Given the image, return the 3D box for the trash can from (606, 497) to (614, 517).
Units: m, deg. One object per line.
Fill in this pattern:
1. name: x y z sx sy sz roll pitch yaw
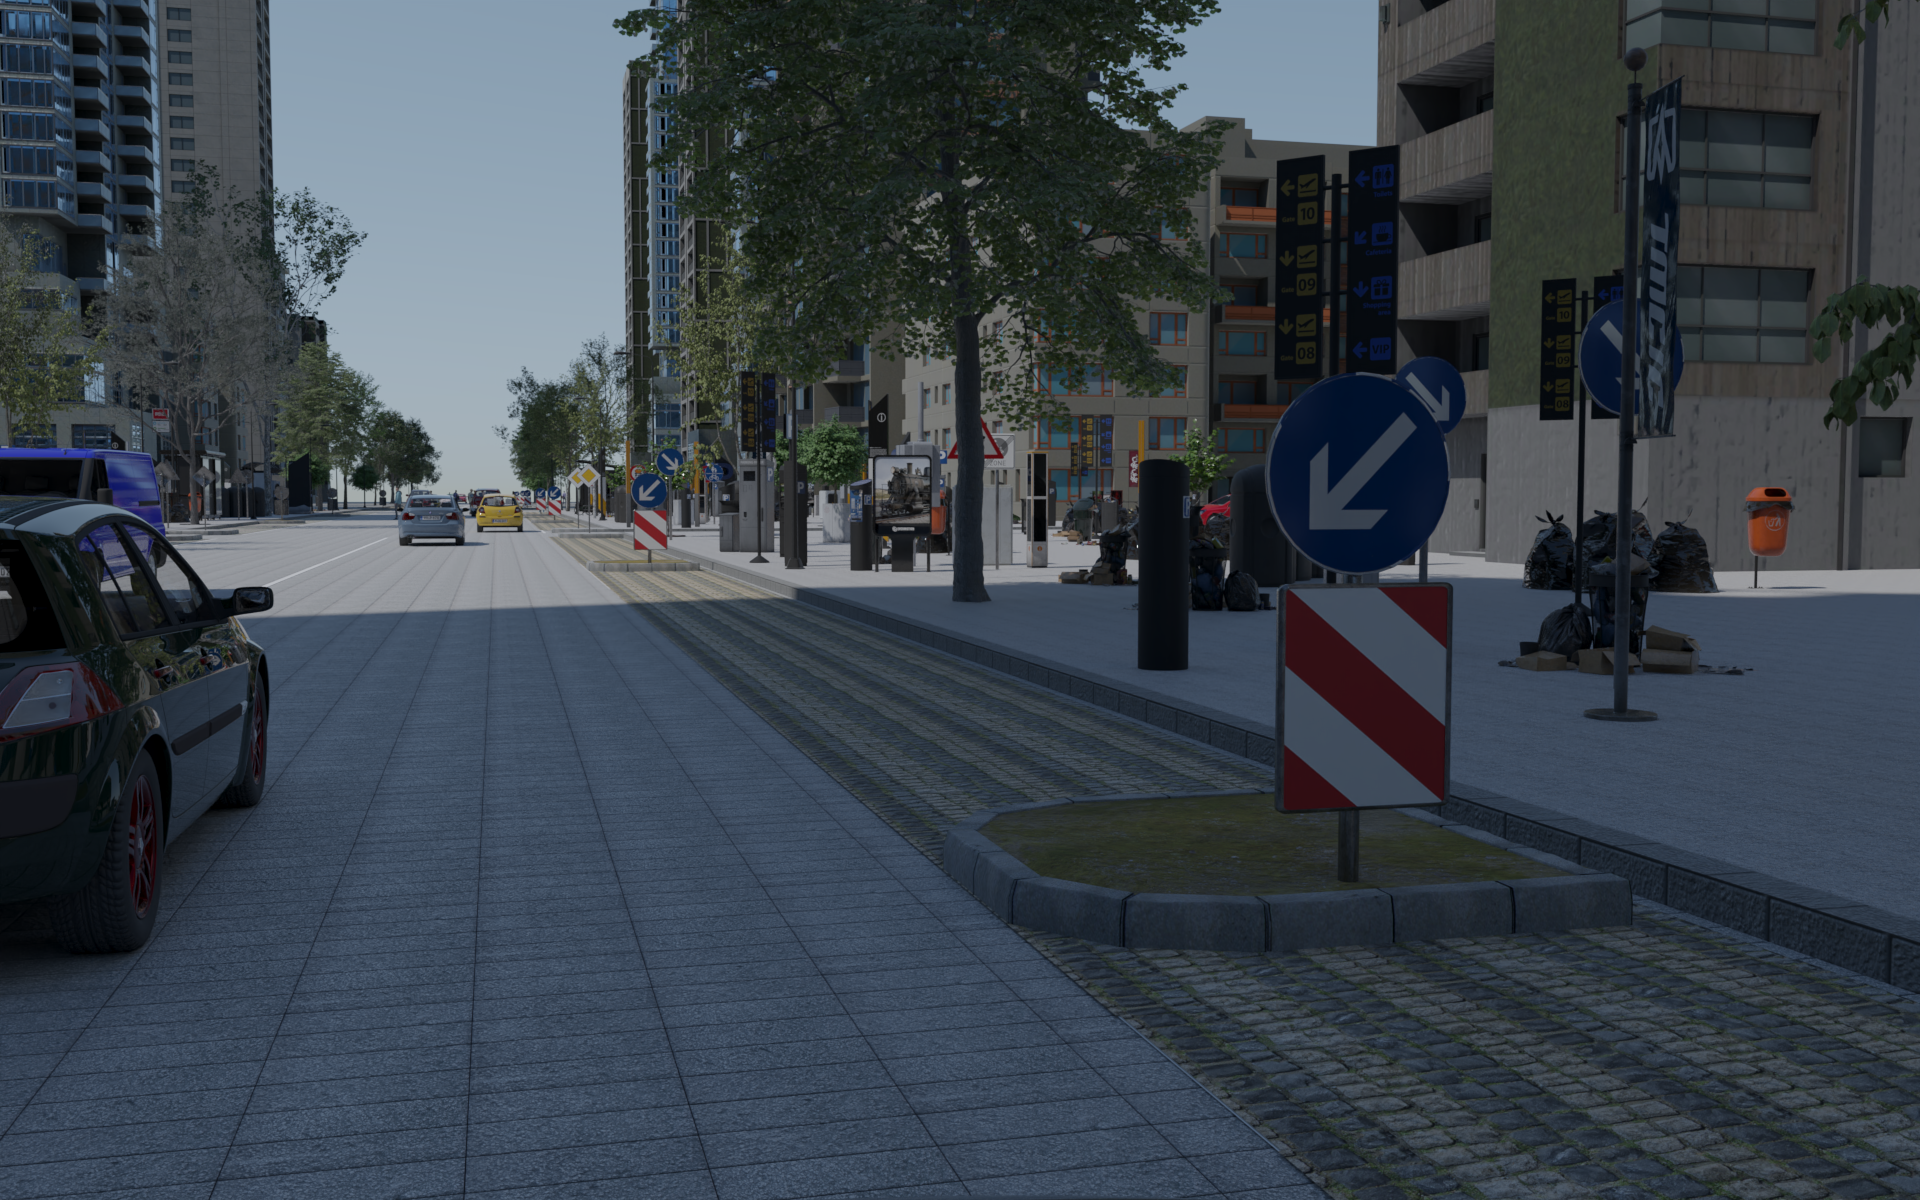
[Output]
1. trash can: -19.393 -5.192 96.547 0.748 1.137 0.748 0 3 0

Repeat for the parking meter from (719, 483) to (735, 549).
1. parking meter: -5.444 -1.963 40.502 0.372 1.533 0.369 0 3 0

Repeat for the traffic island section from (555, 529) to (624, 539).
1. traffic island section: -12.145 -2.116 56.878 2.009 0.180 2.903 -1 4 -15

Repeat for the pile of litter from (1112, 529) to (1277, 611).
1. pile of litter: 2.706 -0.328 19.336 1.719 0.858 1.176 1 4 19

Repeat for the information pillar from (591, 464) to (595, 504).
1. information pillar: -24.729 -7.687 117.041 0.504 3.616 0.183 -3 5 -44

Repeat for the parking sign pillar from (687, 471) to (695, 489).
1. parking sign pillar: -19.677 -8.515 127.690 1.447 3.967 1.447 1 4 16

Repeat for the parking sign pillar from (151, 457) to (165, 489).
1. parking sign pillar: -57.592 -8.327 124.619 1.447 3.967 1.447 2 4 27

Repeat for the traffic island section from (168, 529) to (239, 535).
1. traffic island section: -26.713 -2.385 61.268 2.009 0.180 2.903 -1 4 -15

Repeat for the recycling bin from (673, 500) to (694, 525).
1. recycling bin: -12.118 -3.878 75.967 0.722 1.027 0.722 1 4 11

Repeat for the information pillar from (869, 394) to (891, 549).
1. information pillar: -1.887 -3.007 40.525 0.504 3.616 0.183 1 4 17

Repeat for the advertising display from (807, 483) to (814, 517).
1. advertising display: -8.465 -5.485 94.890 0.974 1.923 0.123 -1 4 -12

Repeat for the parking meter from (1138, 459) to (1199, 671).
1. parking meter: 1.493 -0.262 12.699 0.372 1.533 0.369 0 3 0

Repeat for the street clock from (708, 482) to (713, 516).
1. street clock: -14.336 -5.861 100.392 0.471 2.002 0.358 1 4 11

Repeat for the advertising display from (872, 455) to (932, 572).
1. advertising display: -0.945 -1.420 28.427 0.974 1.923 0.123 0 3 0

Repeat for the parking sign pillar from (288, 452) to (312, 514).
1. parking sign pillar: -42.228 -7.478 110.735 1.447 3.967 1.447 -1 4 -12

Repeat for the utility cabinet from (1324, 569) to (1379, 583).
1. utility cabinet: 3.196 -0.182 14.145 0.306 1.237 1.020 0 4 3

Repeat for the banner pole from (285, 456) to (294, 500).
1. banner pole: -44.145 -7.592 114.149 0.863 3.779 0.401 -1 4 -16

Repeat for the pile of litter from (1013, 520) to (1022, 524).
1. pile of litter: 1.950 -3.680 74.132 1.176 0.858 1.719 -2 4 -31

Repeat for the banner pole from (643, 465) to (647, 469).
1. banner pole: -23.911 -8.670 131.766 0.401 3.779 0.863 1 4 13

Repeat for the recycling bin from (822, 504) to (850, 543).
1. recycling bin: -3.169 -2.047 46.020 0.722 1.027 0.722 2 4 33

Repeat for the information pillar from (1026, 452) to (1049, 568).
1. information pillar: 1.343 -1.566 30.091 0.304 2.012 0.304 -1 4 -16

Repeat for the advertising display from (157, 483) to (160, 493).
1. advertising display: -40.099 -4.925 85.744 0.974 1.923 0.123 0 4 -2

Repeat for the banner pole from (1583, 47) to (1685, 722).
1. banner pole: 3.792 -1.197 9.596 0.401 3.779 0.863 0 4 0

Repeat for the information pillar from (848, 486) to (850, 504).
1. information pillar: -5.044 -5.340 78.661 0.183 3.616 0.504 0 4 -1

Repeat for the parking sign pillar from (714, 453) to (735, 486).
1. parking sign pillar: -14.866 -7.391 109.307 1.447 3.967 1.447 -3 4 -36

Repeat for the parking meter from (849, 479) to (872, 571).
1. parking meter: -1.654 -1.259 29.003 0.372 1.533 0.369 0 3 0

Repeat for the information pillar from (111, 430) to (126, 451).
1. information pillar: -30.877 -4.418 63.581 0.504 3.616 0.183 0 4 -3

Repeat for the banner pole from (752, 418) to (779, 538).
1. banner pole: -5.645 -3.671 50.038 0.863 3.779 0.401 -2 4 -33

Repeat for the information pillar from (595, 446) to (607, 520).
1. information pillar: -17.494 -5.708 84.682 0.183 3.616 0.504 2 4 26

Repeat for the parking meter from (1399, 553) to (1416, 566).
1. parking meter: 7.987 -1.558 31.179 0.399 1.863 0.255 3 5 44

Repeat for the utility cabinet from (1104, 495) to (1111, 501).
1. utility cabinet: 6.489 -4.016 76.826 0.306 1.237 1.020 -2 4 -25

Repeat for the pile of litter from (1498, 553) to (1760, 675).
1. pile of litter: 4.881 0.079 12.672 1.719 0.858 1.176 2 4 31

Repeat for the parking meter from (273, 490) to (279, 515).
1. parking meter: -42.615 -6.089 107.969 0.372 1.533 0.369 0 3 0

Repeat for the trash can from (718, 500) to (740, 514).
1. trash can: -5.103 -1.689 39.266 0.748 1.137 0.748 0 3 0

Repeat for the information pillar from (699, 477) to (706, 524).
1. information pillar: -11.042 -4.262 74.175 0.304 2.012 0.304 0 4 -5

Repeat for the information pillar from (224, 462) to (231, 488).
1. information pillar: -53.050 -8.204 125.482 0.504 3.616 0.183 1 4 13

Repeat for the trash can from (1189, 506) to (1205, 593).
1. trash can: 2.618 -0.584 21.207 0.748 1.137 0.748 0 3 0

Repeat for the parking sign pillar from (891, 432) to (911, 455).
1. parking sign pillar: -2.554 -5.252 74.341 1.447 3.967 1.447 1 4 21

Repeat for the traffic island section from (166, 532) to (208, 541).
1. traffic island section: -24.651 -1.913 53.553 2.009 0.180 2.903 -1 4 -15

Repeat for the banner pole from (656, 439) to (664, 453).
1. banner pole: -13.557 -5.401 78.327 0.401 3.779 0.863 1 4 19

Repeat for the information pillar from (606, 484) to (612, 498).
1. information pillar: -24.399 -7.096 120.512 0.304 2.012 0.304 1 4 12

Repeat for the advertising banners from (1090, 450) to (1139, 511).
1. advertising banners: 6.219 -4.458 69.077 2.074 3.025 0.090 0 4 -3

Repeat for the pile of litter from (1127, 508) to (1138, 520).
1. pile of litter: 5.630 -2.424 53.595 1.176 0.858 1.719 1 4 19

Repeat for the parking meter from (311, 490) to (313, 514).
1. parking meter: -42.539 -6.416 113.318 0.372 1.533 0.369 0 3 0

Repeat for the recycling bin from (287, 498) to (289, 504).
1. recycling bin: -43.042 -6.089 112.107 0.722 1.027 0.722 -3 5 -43

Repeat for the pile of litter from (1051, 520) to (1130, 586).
1. pile of litter: 1.995 -0.663 24.807 1.176 0.858 1.719 0 4 -4

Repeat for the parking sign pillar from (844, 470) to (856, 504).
1. parking sign pillar: -5.114 -5.655 80.929 1.447 3.967 1.447 -1 4 -13

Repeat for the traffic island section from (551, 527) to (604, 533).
1. traffic island section: -14.208 -2.588 64.593 2.009 0.180 2.903 -1 4 -15

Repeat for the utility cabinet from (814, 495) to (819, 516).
1. utility cabinet: -8.179 -5.625 103.133 1.020 1.237 0.306 -2 4 -31

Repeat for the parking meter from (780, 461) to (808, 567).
1. parking meter: -2.906 -1.529 30.704 0.255 1.863 0.399 3 4 38

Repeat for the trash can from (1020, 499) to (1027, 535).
1. trash can: 2.244 -2.635 54.735 0.748 1.137 0.748 0 3 0
